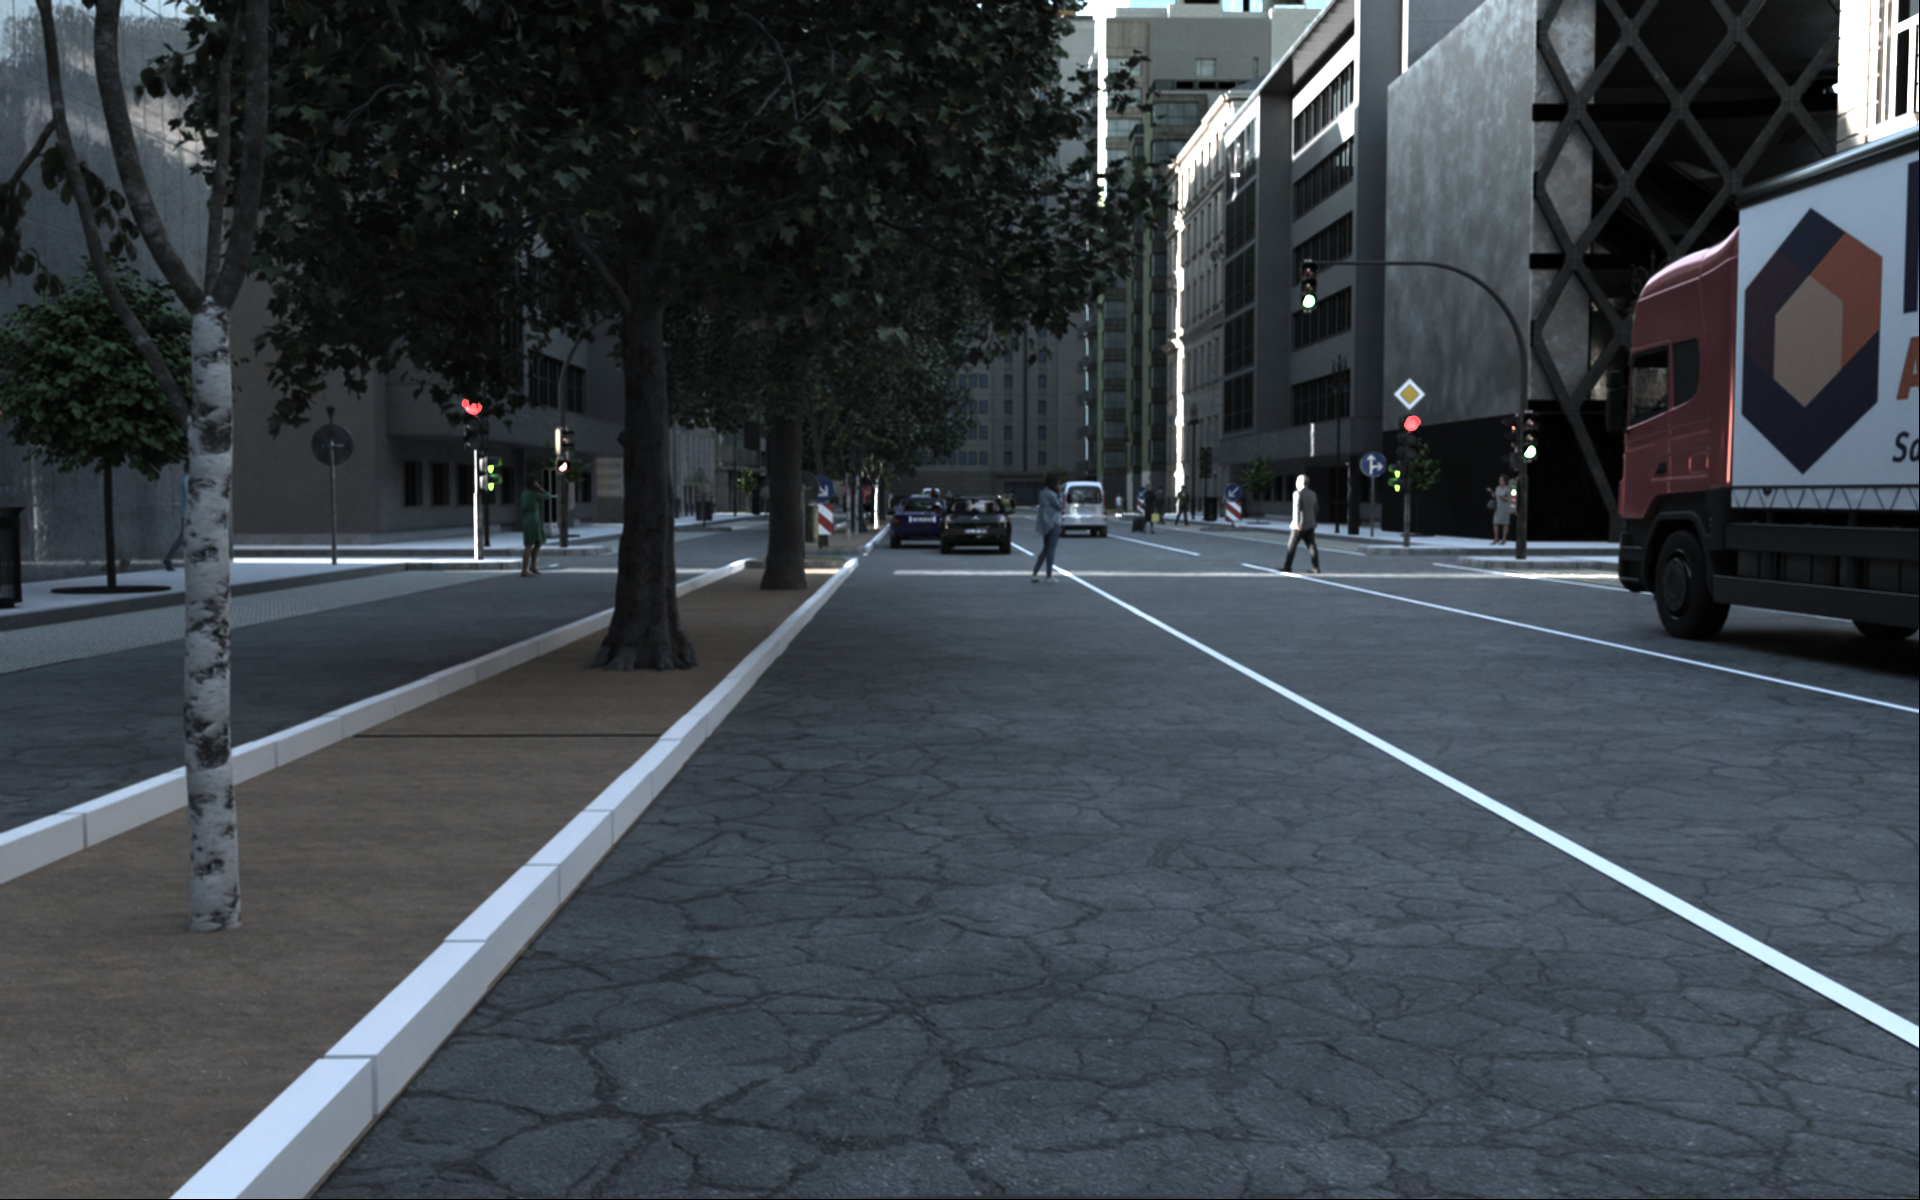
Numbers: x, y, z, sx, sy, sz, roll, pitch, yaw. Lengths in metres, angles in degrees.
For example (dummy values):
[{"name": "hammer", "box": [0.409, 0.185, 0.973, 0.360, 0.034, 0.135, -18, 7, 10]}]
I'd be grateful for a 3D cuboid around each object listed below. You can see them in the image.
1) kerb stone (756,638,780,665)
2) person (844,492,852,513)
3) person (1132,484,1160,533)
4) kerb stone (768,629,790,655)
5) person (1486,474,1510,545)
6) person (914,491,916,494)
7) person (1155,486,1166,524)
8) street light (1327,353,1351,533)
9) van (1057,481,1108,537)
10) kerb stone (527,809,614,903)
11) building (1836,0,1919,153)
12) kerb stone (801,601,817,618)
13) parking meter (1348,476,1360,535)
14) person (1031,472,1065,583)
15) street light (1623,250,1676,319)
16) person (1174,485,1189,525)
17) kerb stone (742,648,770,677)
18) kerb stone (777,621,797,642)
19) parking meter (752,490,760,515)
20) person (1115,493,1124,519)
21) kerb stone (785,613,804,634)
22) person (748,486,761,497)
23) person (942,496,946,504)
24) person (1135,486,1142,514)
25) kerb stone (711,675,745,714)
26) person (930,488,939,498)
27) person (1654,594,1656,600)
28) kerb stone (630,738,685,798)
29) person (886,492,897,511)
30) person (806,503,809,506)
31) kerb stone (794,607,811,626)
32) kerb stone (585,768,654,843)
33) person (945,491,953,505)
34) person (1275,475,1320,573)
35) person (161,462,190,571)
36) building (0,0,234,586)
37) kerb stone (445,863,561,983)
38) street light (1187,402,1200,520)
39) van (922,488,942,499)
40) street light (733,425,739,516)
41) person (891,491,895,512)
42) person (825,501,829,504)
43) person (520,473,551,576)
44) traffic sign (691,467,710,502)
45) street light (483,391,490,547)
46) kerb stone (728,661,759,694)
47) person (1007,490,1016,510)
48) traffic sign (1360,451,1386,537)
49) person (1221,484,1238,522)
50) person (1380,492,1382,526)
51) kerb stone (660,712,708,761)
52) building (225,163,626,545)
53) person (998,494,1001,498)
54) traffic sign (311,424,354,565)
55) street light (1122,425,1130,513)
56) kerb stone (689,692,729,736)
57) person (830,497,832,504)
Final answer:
[{"name": "kerb stone", "box": [-1.647, 0.458, 14.700, 0.120, 0.150, 1.000, 0, 4, -1]}, {"name": "person", "box": [-8.631, -7.605, 133.295, 0.568, 1.767, 0.683, 0, 4, 7]}, {"name": "person", "box": [6.872, -3.376, 63.910, 0.699, 1.804, 1.509, -1, 4, -10]}, {"name": "kerb stone", "box": [-1.663, 0.397, 15.723, 0.120, 0.150, 1.000, 0, 4, -1]}, {"name": "person", "box": [13.604, -2.291, 43.859, 0.532, 1.782, 0.716, -2, 4, -34]}, {"name": "person", "box": [-4.465, -9.900, 171.088, 1.217, 1.735, 0.721, 1, 4, 21]}, {"name": "person", "box": [9.434, -4.472, 81.584, 0.622, 1.834, 0.822, 3, 5, 45]}, {"name": "street light", "box": [12.453, -5.150, 56.994, 0.468, 5.910, 1.993, 0, 4, -1]}, {"name": "van", "box": [4.023, -3.179, 58.985, 2.013, 2.044, 4.112, 0, 4, -2]}, {"name": "kerb stone", "box": [-1.458, 0.960, 6.506, 0.120, 0.150, 1.000, 0, 4, -1]}, {"name": "building", "box": [21.856, -13.582, 19.333, 12.463, 27.353, 25.104, 0, 4, -1]}, {"name": "kerb stone", "box": [-1.759, 0.145, 19.831, 0.120, 0.150, 1.000, 0, 4, -1]}, {"name": "parking meter", "box": [12.450, -2.999, 54.753, 0.255, 1.863, 0.399, 0, 4, -6]}, {"name": "person", "box": [1.414, -1.177, 28.002, 0.793, 1.790, 0.793, 3, 4, 37]}, {"name": "street light", "box": [13.134, -3.683, 32.999, 0.468, 5.910, 1.993, 0, 4, -1]}, {"name": "person", "box": [10.090, -4.306, 78.820, 0.656, 1.842, 0.836, -3, 4, -38]}, {"name": "kerb stone", "box": [-1.626, 0.521, 13.679, 0.120, 0.150, 1.000, 0, 4, -1]}, {"name": "kerb stone", "box": [-1.696, 0.338, 16.751, 0.120, 0.150, 1.000, 0, 4, -1]}, {"name": "parking meter", "box": [-13.281, -6.335, 111.991, 0.372, 1.533, 0.369, 0, 3, 0]}, {"name": "person", "box": [9.060, -5.313, 97.956, 0.503, 1.515, 0.523, -1, 4, -13]}, {"name": "kerb stone", "box": [-1.720, 0.270, 17.773, 0.120, 0.150, 1.000, 0, 4, -1]}, {"name": "person", "box": [-14.242, -7.015, 120.753, 1.348, 1.823, 0.705, 1, 4, 9]}, {"name": "person", "box": [-0.919, -5.549, 103.482, 0.306, 1.304, 0.590, 3, 4, 38]}, {"name": "person", "box": [11.512, -6.316, 109.791, 0.782, 1.767, 0.515, 3, 5, 43]}, {"name": "kerb stone", "box": [-1.572, 0.652, 11.633, 0.120, 0.150, 1.000, 0, 4, -1]}, {"name": "person", "box": [-1.874, -6.801, 119.661, 1.348, 1.831, 0.705, -3, 5, -42]}, {"name": "person", "box": [9.614, -0.902, 23.443, 0.583, 1.804, 0.606, -2, 4, -27]}, {"name": "kerb stone", "box": [-1.501, 0.839, 8.557, 0.120, 0.150, 1.000, 0, 4, -1]}, {"name": "person", "box": [-5.206, -7.235, 127.522, 1.217, 1.736, 0.721, 0, 4, 3]}, {"name": "person", "box": [-11.451, -7.420, 129.950, 0.705, 1.807, 1.348, -1, 4, -20]}, {"name": "kerb stone", "box": [-1.740, 0.208, 18.800, 0.120, 0.150, 1.000, 0, 4, -1]}, {"name": "kerb stone", "box": [-1.479, 0.897, 7.532, 0.120, 0.150, 1.000, 0, 4, -1]}, {"name": "person", "box": [-0.947, -8.415, 146.817, 1.217, 1.736, 0.721, -1, 4, -17]}, {"name": "person", "box": [6.182, -1.384, 31.522, 0.834, 1.777, 0.661, 3, 5, 41]}, {"name": "person", "box": [-12.967, -1.413, 29.001, 0.748, 1.841, 0.638, -1, 4, -15]}, {"name": "building", "box": [-23.438, -12.693, 25.547, 19.932, 24.808, 12.078, 0, 4, -1]}, {"name": "kerb stone", "box": [-1.436, 1.022, 5.484, 0.120, 0.150, 1.000, 0, 4, -1]}, {"name": "street light", "box": [11.762, -6.997, 87.189, 0.468, 5.910, 1.993, 0, 4, -1]}, {"name": "van", "box": [-2.190, -7.606, 131.362, 2.013, 2.044, 4.112, 0, 4, -2]}, {"name": "street light", "box": [-12.988, -7.775, 99.911, 0.468, 5.910, 1.993, 0, 4, -1]}, {"name": "person", "box": [-5.508, -8.094, 141.764, 0.530, 1.710, 0.541, 0, 4, 6]}, {"name": "person", "box": [-8.558, -5.947, 110.420, 0.332, 1.250, 0.352, 3, 5, 43]}, {"name": "person", "box": [-7.512, -1.318, 30.293, 0.600, 1.795, 0.529, 2, 4, 35]}, {"name": "traffic sign", "box": [-12.401, -5.061, 82.750, 0.884, 2.594, 0.081, 0, 4, -1]}, {"name": "street light", "box": [-11.577, -4.246, 42.206, 0.468, 5.910, 1.993, 0, 4, -1]}, {"name": "kerb stone", "box": [-1.597, 0.585, 12.655, 0.120, 0.150, 1.000, 0, 4, -1]}, {"name": "person", "box": [4.134, -7.910, 138.623, 0.721, 1.735, 1.217, 3, 5, 39]}, {"name": "traffic sign", "box": [12.365, -3.167, 51.892, 0.768, 2.556, 0.104, 0, 4, 6]}, {"name": "person", "box": [12.398, -4.485, 79.864, 0.782, 1.767, 0.515, 3, 4, 37]}, {"name": "person", "box": [15.130, -3.365, 61.030, 0.822, 1.834, 0.622, -1, 4, -11]}, {"name": "kerb stone", "box": [-1.531, 0.772, 9.578, 0.120, 0.150, 1.000, 0, 4, -1]}, {"name": "building", "box": [-20.493, -14.588, 57.574, 14.314, 24.678, 30.058, 0, 4, -1]}, {"name": "person", "box": [4.376, -10.854, 189.154, 0.628, 1.438, 0.799, 1, 4, 9]}, {"name": "traffic sign", "box": [-11.365, -1.913, 31.384, 0.768, 2.556, 0.104, 0, 4, 1]}, {"name": "street light", "box": [11.202, -8.805, 116.755, 0.468, 5.910, 1.993, 0, 4, -1]}, {"name": "kerb stone", "box": [-1.549, 0.711, 10.612, 0.120, 0.150, 1.000, 0, 4, -1]}, {"name": "person", "box": [-12.984, -9.954, 174.503, 1.065, 1.426, 0.557, 0, 4, -2]}]
